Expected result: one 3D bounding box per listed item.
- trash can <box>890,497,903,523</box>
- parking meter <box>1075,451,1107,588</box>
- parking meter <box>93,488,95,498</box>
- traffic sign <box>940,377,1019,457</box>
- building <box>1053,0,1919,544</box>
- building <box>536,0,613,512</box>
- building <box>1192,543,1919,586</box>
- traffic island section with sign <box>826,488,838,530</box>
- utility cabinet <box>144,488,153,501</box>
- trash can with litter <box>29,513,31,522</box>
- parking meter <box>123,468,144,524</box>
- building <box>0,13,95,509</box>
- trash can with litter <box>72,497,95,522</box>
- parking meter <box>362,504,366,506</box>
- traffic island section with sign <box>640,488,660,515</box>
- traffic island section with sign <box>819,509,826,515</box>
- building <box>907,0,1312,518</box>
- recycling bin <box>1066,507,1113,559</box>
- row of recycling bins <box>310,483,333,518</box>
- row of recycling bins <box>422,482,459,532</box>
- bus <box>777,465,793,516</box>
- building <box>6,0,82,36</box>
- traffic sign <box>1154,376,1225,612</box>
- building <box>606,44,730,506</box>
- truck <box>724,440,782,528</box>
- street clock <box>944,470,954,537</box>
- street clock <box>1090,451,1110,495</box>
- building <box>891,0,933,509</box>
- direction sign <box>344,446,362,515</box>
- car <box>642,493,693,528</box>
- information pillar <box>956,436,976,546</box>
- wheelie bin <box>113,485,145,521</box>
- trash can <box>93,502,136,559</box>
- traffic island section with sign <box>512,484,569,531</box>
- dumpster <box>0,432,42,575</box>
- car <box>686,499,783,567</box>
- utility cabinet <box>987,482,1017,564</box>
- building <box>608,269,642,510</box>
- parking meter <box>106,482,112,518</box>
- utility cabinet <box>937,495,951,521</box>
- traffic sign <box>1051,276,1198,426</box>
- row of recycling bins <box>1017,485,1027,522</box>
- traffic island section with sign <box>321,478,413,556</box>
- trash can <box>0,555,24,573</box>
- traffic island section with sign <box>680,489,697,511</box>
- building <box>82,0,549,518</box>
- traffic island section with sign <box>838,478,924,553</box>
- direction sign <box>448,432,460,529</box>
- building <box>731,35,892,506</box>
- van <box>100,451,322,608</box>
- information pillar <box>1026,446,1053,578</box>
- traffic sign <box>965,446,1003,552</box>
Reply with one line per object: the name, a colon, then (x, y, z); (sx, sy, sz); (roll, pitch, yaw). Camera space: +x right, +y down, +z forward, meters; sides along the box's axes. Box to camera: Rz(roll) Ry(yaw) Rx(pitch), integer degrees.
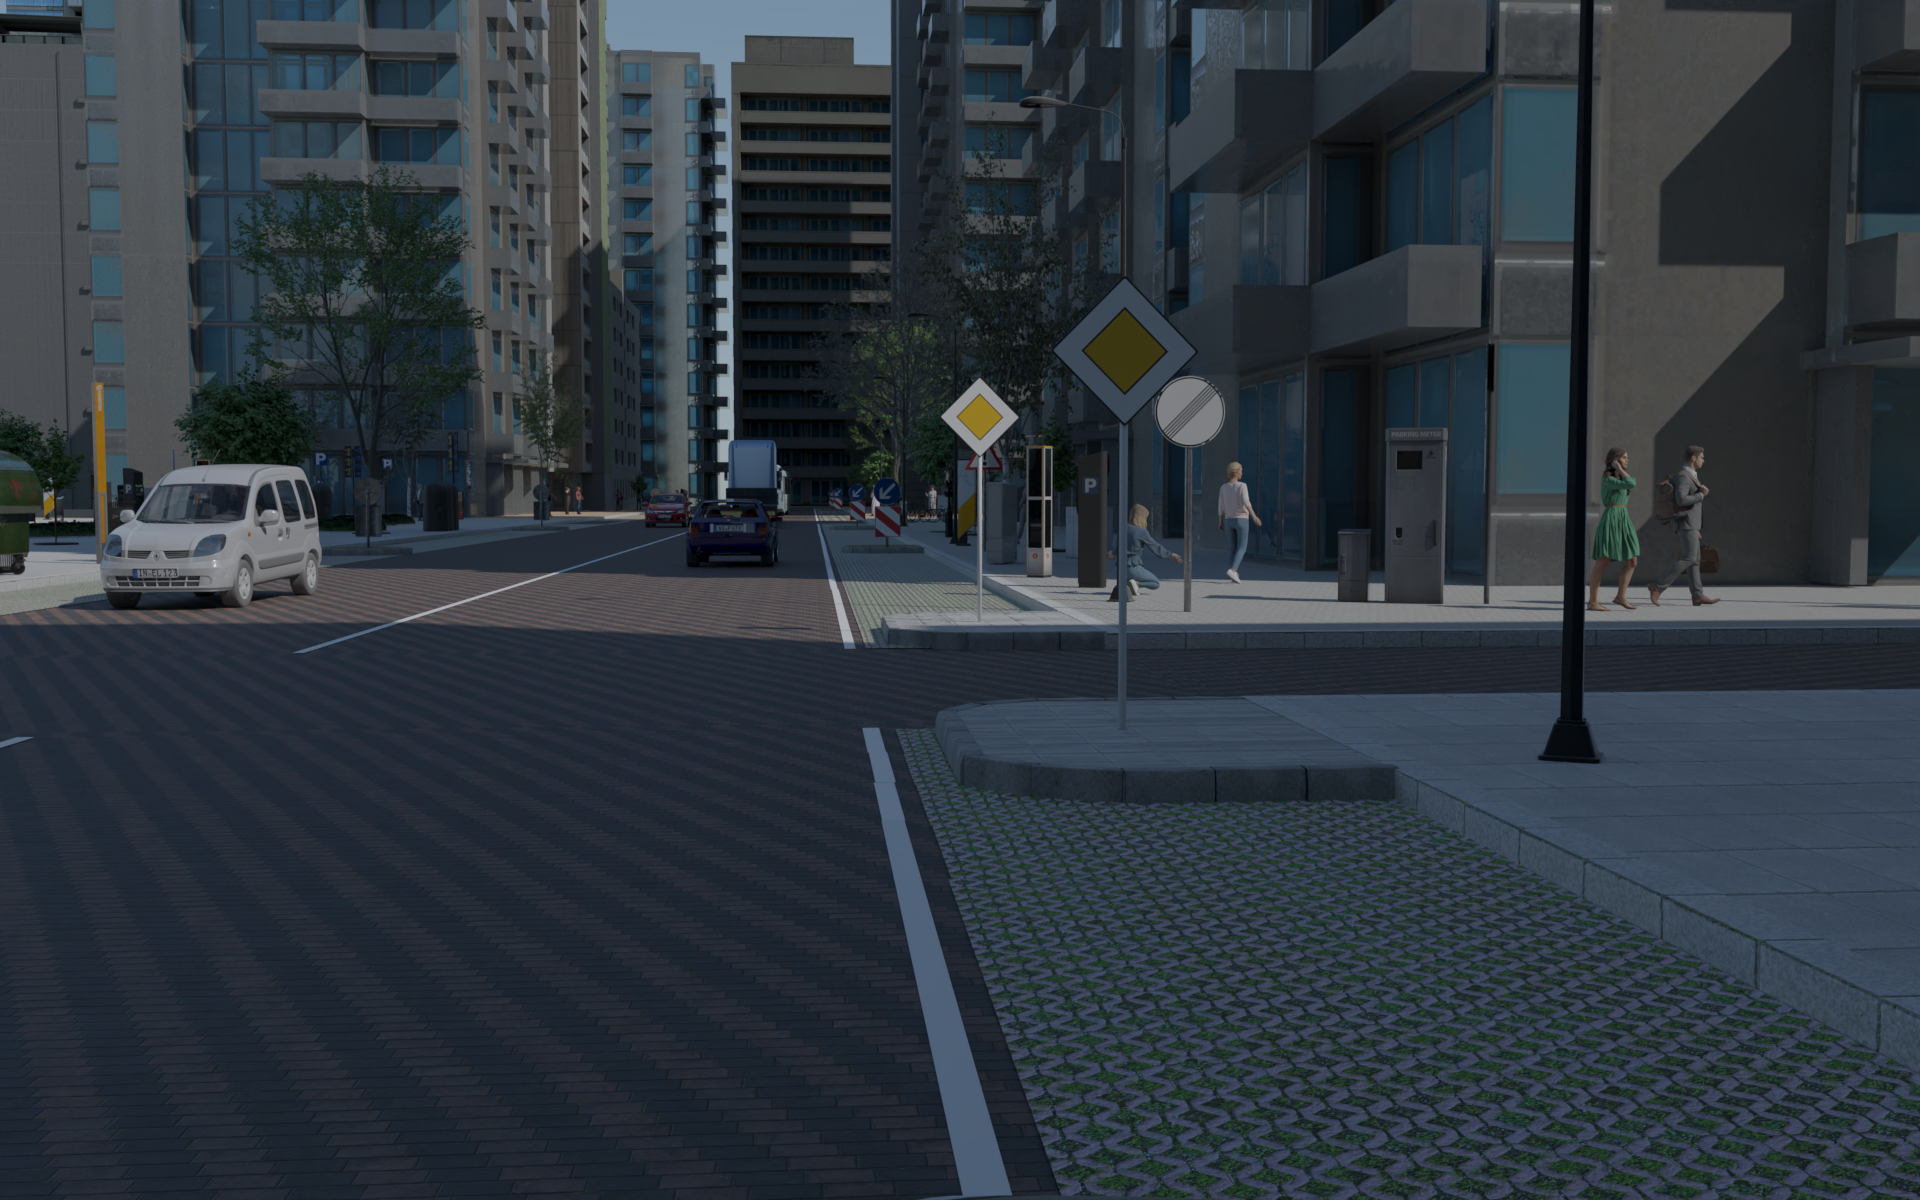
trash can: (-2.763, -3.912, 75.614); (0.748, 1.137, 0.748); (0, 3, 0)
parking meter: (1.798, -1.101, 23.718); (0.399, 1.863, 0.255); (1, 4, 17)
parking meter: (-35.607, -3.865, 71.604); (0.372, 1.533, 0.369); (0, 3, 0)
traffic sign: (0.217, -0.924, 17.300); (0.795, 2.593, 0.064); (0, 4, -5)
building: (14.231, -27.065, 62.123); (23.786, 49.044, 30.456); (0, 4, -5)
building: (-33.650, -27.132, 127.206); (14.154, 41.232, 14.086); (0, 4, -5)
building: (19.230, -25.295, 33.184); (30.456, 49.044, 23.786); (0, 4, -5)
traffic island section with sign: (-4.232, -3.711, 69.300); (1.989, 1.847, 2.006); (0, 4, -5)
utility cabinet: (-27.773, -3.138, 59.984); (1.173, 1.500, 0.318); (-1, 4, -13)
trash can with litter: (-31.992, -2.922, 58.835); (2.233, 1.210, 1.678); (0, 4, 3)
parking meter: (-18.480, -2.021, 38.755); (0.399, 1.863, 0.255); (2, 4, 23)
building: (-79.828, -28.596, 151.138); (14.086, 41.232, 14.154); (0, 4, -5)
trash can with litter: (-39.831, -4.048, 77.246); (1.678, 1.210, 2.233); (0, 4, 5)
parking meter: (-30.376, -4.900, 88.528); (0.372, 1.533, 0.369); (0, 3, 0)
traffic island section with sign: (-20.685, -6.673, 117.727); (1.989, 1.847, 2.006); (0, 4, -5)
traffic island section with sign: (-8.576, -6.792, 119.674); (1.989, 1.847, 2.006); (0, 4, -5)
building: (8.537, -30.732, 122.075); (23.786, 49.044, 30.456); (0, 4, -5)
recycling bin: (2.575, -1.340, 34.466); (0.722, 1.027, 0.722); (-2, 4, -24)
row of recycling bins: (-25.092, -3.485, 64.093); (3.534, 1.692, 1.069); (-2, 4, -28)
row of recycling bins: (-18.215, -3.292, 60.934); (1.069, 1.692, 3.534); (-1, 4, -9)
bus: (-12.801, -7.381, 115.543); (2.948, 3.499, 13.247); (0, 4, -3)
building: (-84.911, -53.146, 181.601); (31.000, 86.520, 22.319); (0, 4, -5)
traffic sign: (2.478, -1.143, 18.792); (0.768, 2.556, 0.104); (0, 4, -3)
building: (-40.296, -34.701, 186.970); (30.456, 49.044, 23.786); (0, 4, -5)
truck: (-9.751, -5.564, 80.727); (2.967, 4.110, 18.799); (0, 4, -6)
street clock: (-0.319, -2.858, 51.294); (0.358, 2.002, 0.471); (-2, 4, -31)
street clock: (2.323, -1.491, 28.953); (0.358, 2.002, 0.471); (-1, 4, -13)
building: (4.472, -37.243, 150.925); (21.231, 58.520, 28.212); (0, 4, -5)
direction sign: (-28.517, -5.469, 81.417); (0.876, 3.537, 0.379); (1, 4, 16)
car: (-12.722, -4.069, 75.572); (2.155, 1.783, 4.494); (0, 4, -5)
information pillar: (0.159, -3.140, 42.698); (0.504, 3.616, 0.183); (2, 4, 30)
wheelie bin: (-28.268, -3.120, 58.928); (0.980, 1.594, 0.693); (-1, 4, -22)
trash can: (-16.080, -1.304, 32.975); (0.748, 1.137, 0.748); (0, 3, 0)
traffic island section with sign: (-16.368, -3.614, 67.711); (1.989, 1.847, 2.006); (0, 4, -5)
dumpster: (-15.284, -1.474, 26.593); (1.502, 2.255, 1.985); (0, 4, -5)
car: (-4.624, -1.399, 35.454); (1.945, 1.354, 3.894); (0, 4, -4)
utility cabinet: (0.793, -1.427, 32.005); (0.318, 1.500, 1.173); (1, 4, 15)
building: (-43.473, -18.599, 149.136); (28.899, 21.520, 27.650); (0, 4, -5)
parking meter: (-40.727, -4.710, 82.724); (0.399, 1.863, 0.255); (2, 4, 35)
utility cabinet: (-0.693, -4.306, 81.559); (0.306, 1.237, 1.020); (-2, 4, -28)
traffic sign: (0.904, -0.438, 9.344); (0.795, 2.593, 0.064); (0, 4, -5)
row of recycling bins: (3.779, -4.502, 80.723); (1.069, 1.692, 3.534); (3, 5, 39)
traffic island section with sign: (-14.046, -1.971, 40.856); (1.989, 1.847, 2.006); (0, 4, -5)
trash can: (-15.570, -1.009, 28.154); (0.748, 1.137, 0.748); (0, 3, 0)
traffic island section with sign: (-23.004, -8.317, 144.614); (1.989, 1.847, 2.006); (0, 4, -5)
building: (-37.076, -29.631, 104.073); (23.786, 49.044, 30.456); (0, 4, -5)
traffic island section with sign: (-1.921, -2.068, 42.444); (1.989, 1.847, 2.006); (0, 4, -5)
direction sign: (-18.480, -4.355, 63.203); (0.379, 3.537, 0.876); (-3, 4, -38)
building: (-13.652, -34.523, 188.160); (21.600, 48.544, 21.300); (0, 4, -5)
van: (-9.922, -0.986, 23.128); (2.013, 2.044, 4.112); (0, 4, -3)
information pillar: (1.217, -1.351, 26.581); (0.304, 2.012, 0.304); (2, 4, 28)
traffic sign: (0.548, -2.358, 38.556); (0.884, 2.594, 0.081); (0, 4, -2)
